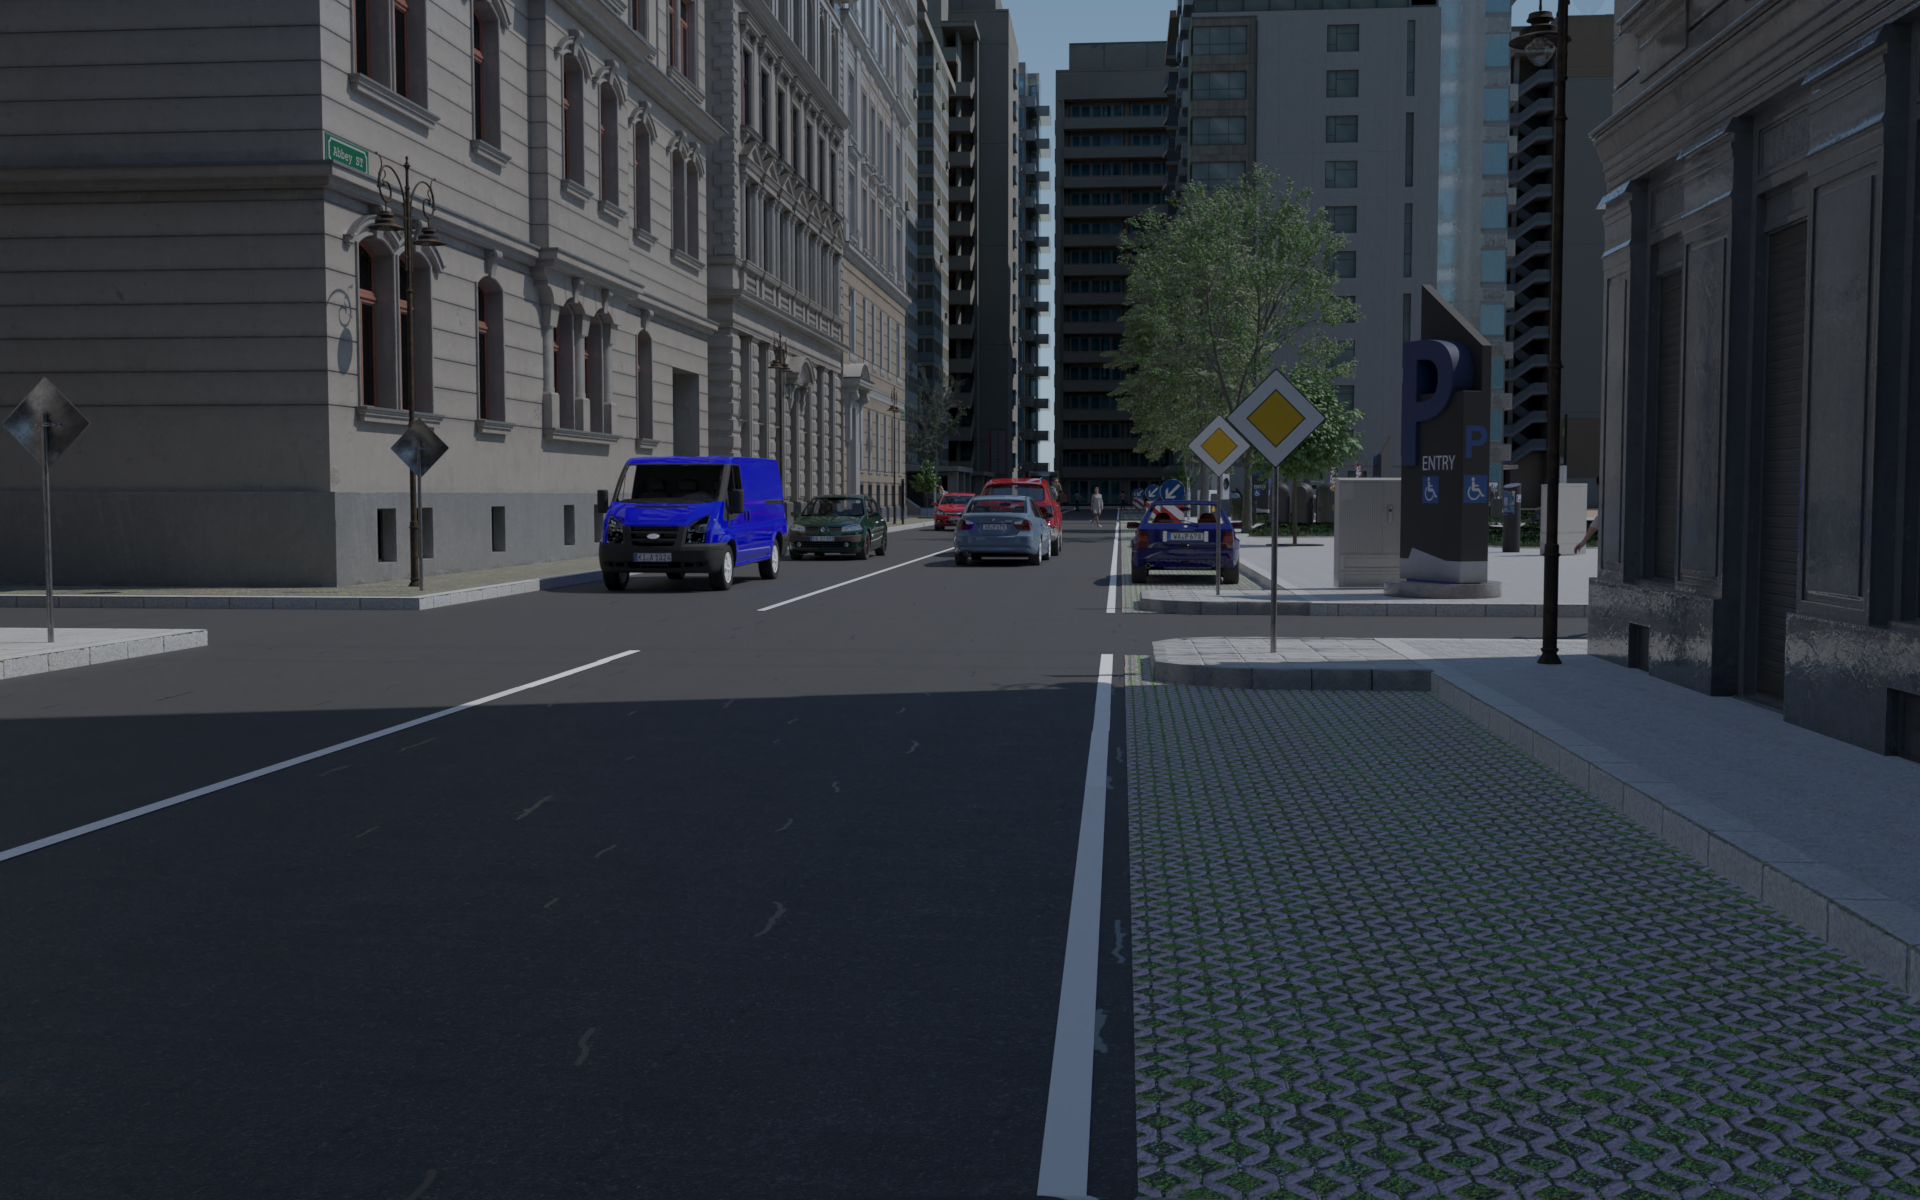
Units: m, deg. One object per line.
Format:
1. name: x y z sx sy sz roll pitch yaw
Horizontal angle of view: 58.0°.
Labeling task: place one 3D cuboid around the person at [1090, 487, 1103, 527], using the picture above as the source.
1. person: 5.893 -4.030 75.146 0.466 1.731 0.760 -3 5 -43

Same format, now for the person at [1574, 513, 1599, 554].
1. person: 6.551 -0.508 17.473 0.731 1.740 0.598 0 4 -6

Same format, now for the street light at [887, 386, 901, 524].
1. street light: -2.808 -6.199 74.146 0.468 5.910 1.993 0 4 5

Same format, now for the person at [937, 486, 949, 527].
1. person: -0.713 -4.152 76.566 0.592 1.802 0.473 0 4 2

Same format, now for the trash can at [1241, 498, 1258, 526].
1. trash can: 11.606 -3.542 69.566 0.748 1.137 0.748 0 3 0

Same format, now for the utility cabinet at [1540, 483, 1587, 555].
1. utility cabinet: 12.606 -1.683 36.195 1.173 1.500 0.318 -3 4 -36

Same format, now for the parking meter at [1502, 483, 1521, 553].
1. parking meter: 12.128 -1.814 38.074 0.372 1.533 0.369 0 3 0

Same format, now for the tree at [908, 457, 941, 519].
1. tree: -1.724 -5.885 90.819 1.663 3.219 1.824 0 3 0

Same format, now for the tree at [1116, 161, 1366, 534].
1. tree: 9.155 -7.952 55.778 9.928 11.665 9.643 0 3 0

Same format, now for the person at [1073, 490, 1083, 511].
1. person: 9.827 -8.248 144.071 0.721 1.736 1.217 -3 5 -39

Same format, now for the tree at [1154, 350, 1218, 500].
1. tree: 11.366 -8.281 85.764 4.737 8.622 4.395 0 3 0

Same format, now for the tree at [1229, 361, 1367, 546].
1. tree: 8.305 -3.630 43.072 4.285 4.588 4.351 0 3 0

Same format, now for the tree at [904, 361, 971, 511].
1. tree: -1.605 -8.852 95.093 4.360 8.622 3.978 0 3 0

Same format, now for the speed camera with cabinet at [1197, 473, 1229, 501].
1. speed camera with cabinet: 10.941 -4.915 74.702 0.660 3.252 2.038 2 4 34

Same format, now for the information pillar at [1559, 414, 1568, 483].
1. information pillar: 17.636 -3.626 50.636 0.183 3.616 0.504 0 4 6

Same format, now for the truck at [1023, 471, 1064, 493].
1. truck: 7.299 -9.435 150.179 3.469 3.379 9.791 0 4 3

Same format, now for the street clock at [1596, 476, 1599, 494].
1. street clock: 23.049 -3.519 62.100 0.471 2.002 0.358 2 4 25

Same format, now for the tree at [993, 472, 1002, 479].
1. tree: 2.935 -9.543 150.630 1.663 3.219 1.824 0 3 0

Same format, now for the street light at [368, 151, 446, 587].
1. street light: -7.561 -3.123 23.847 0.468 5.910 1.993 0 4 5

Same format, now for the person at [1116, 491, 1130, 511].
1. person: 13.980 -8.522 148.538 1.217 1.736 0.721 1 4 9

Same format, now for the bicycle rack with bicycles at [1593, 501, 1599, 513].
1. bicycle rack with bicycles: 30.533 -4.358 84.636 2.852 0.926 2.925 1 4 15

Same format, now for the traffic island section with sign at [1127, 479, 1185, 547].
1. traffic island section with sign: 5.570 -2.314 46.470 1.989 1.847 2.006 0 4 5

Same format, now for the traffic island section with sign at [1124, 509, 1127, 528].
1. traffic island section with sign: 8.071 -3.968 73.510 1.989 1.847 2.006 0 4 5

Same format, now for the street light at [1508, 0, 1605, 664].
1. street light: 4.466 -2.456 12.944 0.468 5.910 1.993 0 4 5

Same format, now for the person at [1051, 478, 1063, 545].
1. person: 2.712 -2.528 49.188 0.474 1.900 0.648 0 4 6

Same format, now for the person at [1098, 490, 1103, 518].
1. person: 8.406 -5.849 105.058 0.541 1.710 0.530 -1 4 -18

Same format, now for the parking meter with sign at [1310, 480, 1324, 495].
1. parking meter with sign: 19.694 -6.078 95.632 1.738 3.016 0.543 2 4 28

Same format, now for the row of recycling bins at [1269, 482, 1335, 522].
1. row of recycling bins: 13.273 -3.518 64.629 3.534 1.692 1.069 2 4 24

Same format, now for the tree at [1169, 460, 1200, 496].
1. tree: 12.524 -6.316 97.872 1.663 3.219 1.824 0 3 0

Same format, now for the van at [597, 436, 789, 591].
1. van: -4.175 -1.416 27.544 2.240 2.365 5.245 0 4 6

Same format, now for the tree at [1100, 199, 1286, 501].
1. tree: 9.182 -9.133 67.454 7.486 12.596 7.792 0 3 0

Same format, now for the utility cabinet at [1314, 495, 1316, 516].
1. utility cabinet: 18.178 -4.760 88.989 1.020 1.237 0.306 -3 5 -45

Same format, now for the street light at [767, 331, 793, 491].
1. street light: -5.104 -4.682 49.336 0.468 5.910 1.993 0 4 5
